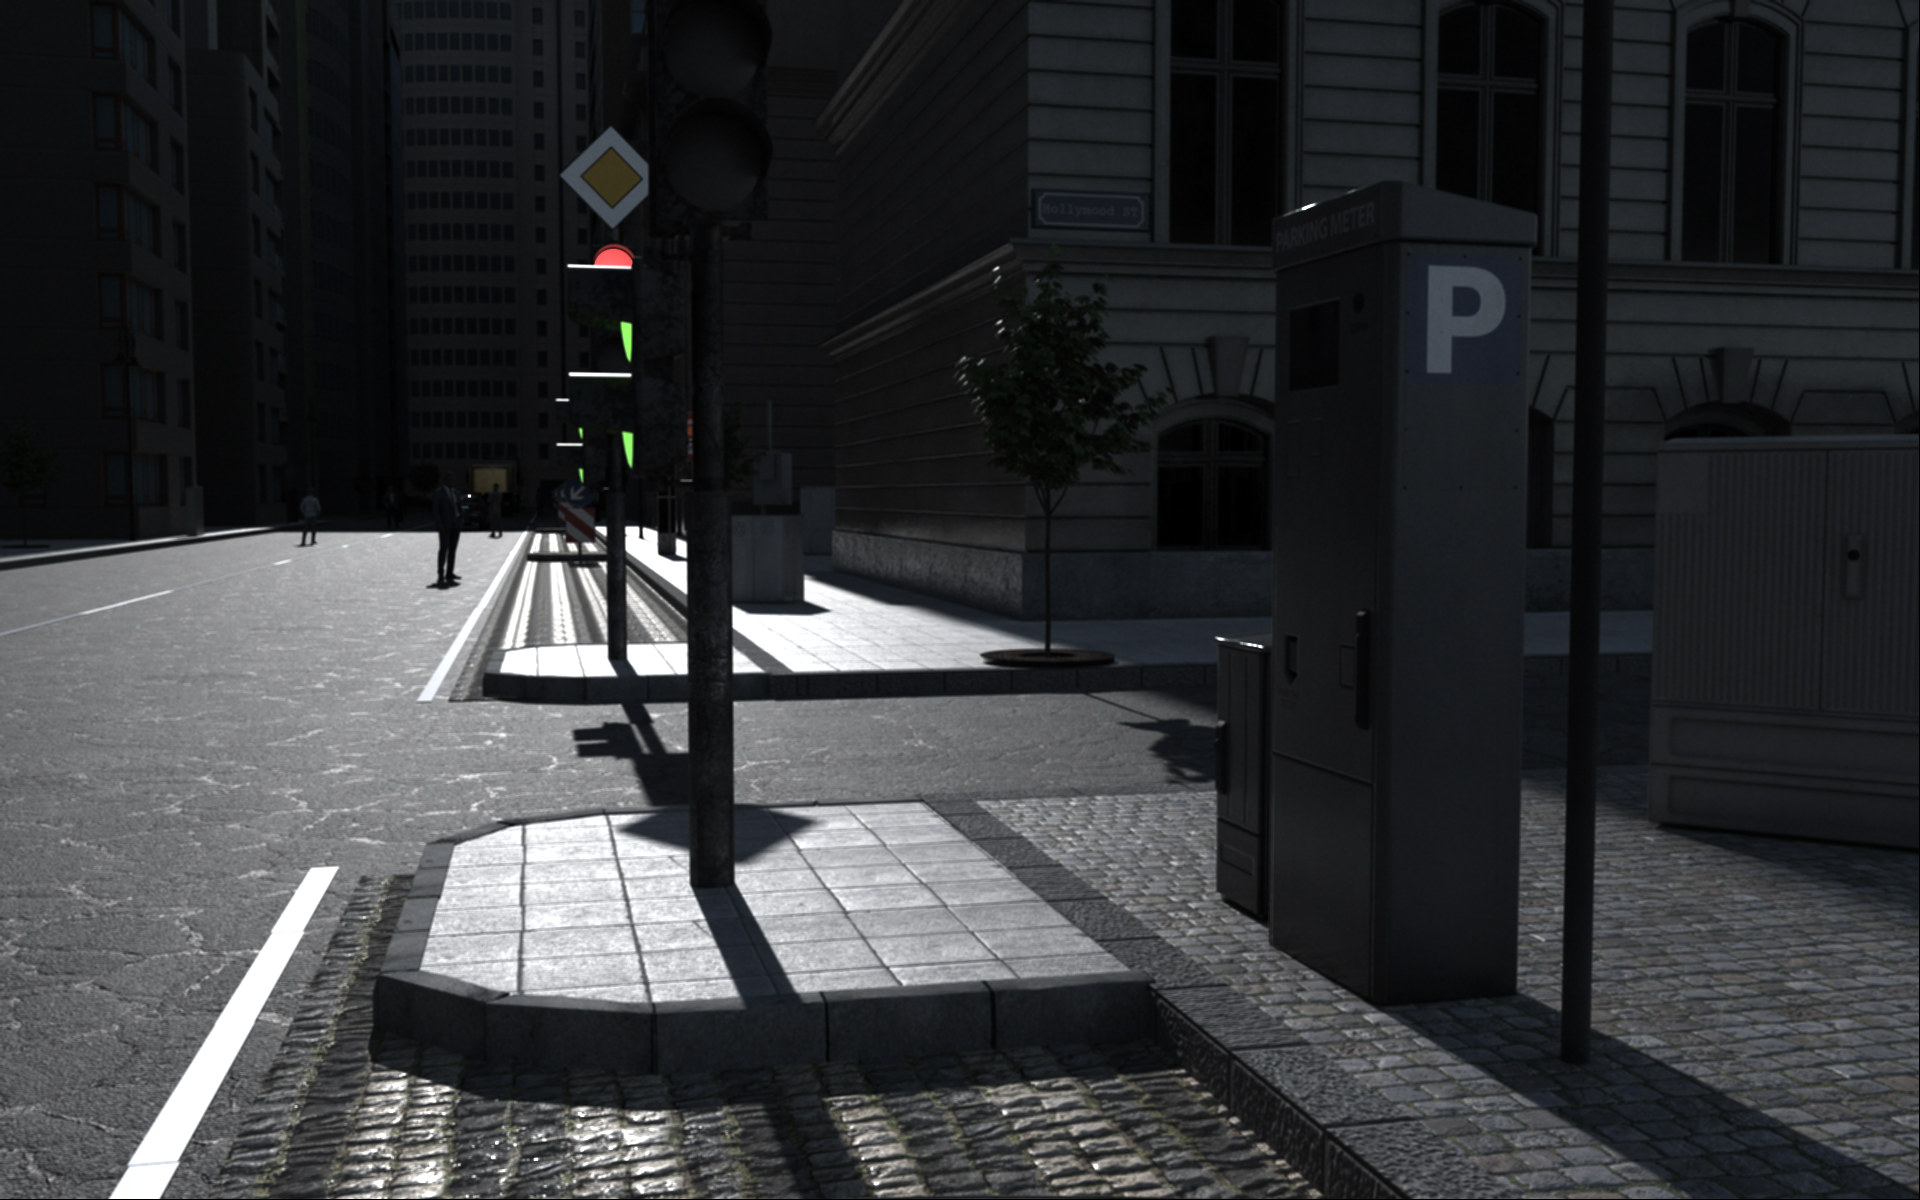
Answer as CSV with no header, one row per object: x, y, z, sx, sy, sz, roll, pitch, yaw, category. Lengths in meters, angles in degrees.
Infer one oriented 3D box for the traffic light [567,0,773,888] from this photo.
-0.835,-1.019,5.588,0.839,4.253,0.868,-1,4,-13,traffic light

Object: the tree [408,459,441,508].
-49.263,-10.744,159.375,4.285,4.588,4.351,0,3,0,tree

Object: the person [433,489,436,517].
-32.669,-6.080,108.437,0.750,1.759,0.617,1,4,10,person

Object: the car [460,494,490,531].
-19.804,-3.511,69.202,2.131,1.459,4.920,-1,4,-12,car

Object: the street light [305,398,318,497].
-31.130,-6.758,83.280,0.468,5.910,1.993,-1,4,-13,street light

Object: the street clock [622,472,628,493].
-10.991,-3.152,56.103,0.358,2.002,0.471,2,4,30,street clock

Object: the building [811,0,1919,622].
15.907,-12.630,25.581,34.723,24.649,14.460,-1,4,-13,building

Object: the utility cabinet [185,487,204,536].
-23.314,-2.694,52.733,0.318,1.500,1.173,-1,4,-14,utility cabinet

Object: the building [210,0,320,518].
-41.383,-24.748,88.231,14.154,41.232,14.086,-1,4,-13,building

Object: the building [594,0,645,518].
-13.546,-27.441,98.771,14.600,45.320,14.200,-1,4,-13,building

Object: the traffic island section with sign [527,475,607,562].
-8.337,-1.761,37.415,1.989,1.847,2.006,-1,4,-13,traffic island section with sign

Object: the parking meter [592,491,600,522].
-16.741,-4.354,79.591,0.372,1.533,0.369,0,3,0,parking meter

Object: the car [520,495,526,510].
-39.945,-8.735,155.184,2.083,1.381,4.827,-1,4,-15,car

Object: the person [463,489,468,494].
-40.061,-8.053,140.263,1.348,1.812,0.705,0,4,-1,person

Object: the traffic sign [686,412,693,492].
-4.170,-1.647,27.032,0.768,2.556,0.104,-1,4,-9,traffic sign

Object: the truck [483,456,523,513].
-35.453,-8.900,134.431,2.839,4.237,11.283,-1,4,-13,truck

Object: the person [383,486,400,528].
-23.833,-3.903,72.712,0.661,1.777,0.834,-3,5,-40,person

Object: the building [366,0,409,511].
-54.986,-30.371,146.677,14.200,45.320,14.600,-1,4,-13,building

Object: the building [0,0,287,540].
-40.119,-13.112,59.423,27.650,21.520,28.899,-1,4,-13,building

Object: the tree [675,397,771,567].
-4.048,-2.145,29.669,1.663,3.219,1.824,0,3,0,tree

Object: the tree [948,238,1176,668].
0.808,-1.137,13.189,1.663,3.219,1.824,0,3,0,tree

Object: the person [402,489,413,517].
-35.078,-6.117,109.038,1.217,1.766,0.721,-1,4,-11,person

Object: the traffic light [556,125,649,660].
-2.684,-1.495,13.357,0.839,4.253,0.868,-1,4,-13,traffic light

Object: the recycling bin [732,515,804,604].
-2.310,-0.492,20.606,0.722,1.027,0.722,1,4,17,recycling bin

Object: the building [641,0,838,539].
-2.982,-15.626,52.744,12.463,27.353,25.104,-1,4,-13,building

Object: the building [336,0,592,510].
-47.009,-38.845,177.109,28.212,58.520,21.231,-1,4,-13,building

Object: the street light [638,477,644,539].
-9.200,-4.710,49.798,0.468,5.910,1.993,-1,4,-13,street light

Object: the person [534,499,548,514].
-30.604,-7.007,126.323,1.065,1.426,0.557,-1,4,-10,person

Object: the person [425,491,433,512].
-41.949,-7.799,136.945,0.756,1.711,0.436,-3,4,-36,person

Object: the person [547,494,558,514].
-29.172,-6.894,124.400,0.628,1.438,0.799,2,4,30,person

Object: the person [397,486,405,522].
-28.393,-4.846,87.688,0.705,1.831,1.348,0,4,6,person

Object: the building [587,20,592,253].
-25.892,-28.814,154.703,14.154,41.232,14.086,-1,4,-13,building

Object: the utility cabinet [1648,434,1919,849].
3.212,0.138,6.415,1.173,1.500,0.318,2,4,34,utility cabinet

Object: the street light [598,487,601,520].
-17.912,-6.911,85.783,0.468,5.910,1.993,-1,4,-13,street light

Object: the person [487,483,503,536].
-15.870,-3.083,59.083,0.511,1.800,0.466,0,4,-7,person

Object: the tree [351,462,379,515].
-36.361,-6.807,105.900,1.663,3.219,1.824,0,3,0,tree

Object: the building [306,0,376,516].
-49.211,-34.590,107.544,21.231,58.520,28.212,-1,4,-13,building

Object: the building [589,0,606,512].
-18.134,-31.428,137.546,21.300,48.544,21.600,-1,4,-13,building

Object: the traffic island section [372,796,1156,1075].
-0.794,1.013,5.712,2.009,0.180,2.903,-1,4,-13,traffic island section

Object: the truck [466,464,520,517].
-29.918,-7.025,110.777,3.469,3.379,9.791,-1,4,-14,truck

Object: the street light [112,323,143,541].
-22.572,-4.543,47.071,0.468,5.910,1.993,-1,4,-13,street light

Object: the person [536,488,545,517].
-26.632,-6.189,109.698,0.705,1.824,1.348,-2,4,-32,person

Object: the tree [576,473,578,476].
-34.960,-10.014,158.328,1.663,3.219,1.824,0,3,0,tree

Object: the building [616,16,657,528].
-8.451,-14.375,76.830,13.314,21.916,24.055,-1,4,-13,building

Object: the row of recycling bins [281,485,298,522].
-31.853,-4.362,78.437,3.534,1.692,1.069,-1,4,-16,row of recycling bins

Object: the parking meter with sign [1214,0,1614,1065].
1.177,-0.512,4.626,0.543,3.016,1.738,-1,4,-15,parking meter with sign

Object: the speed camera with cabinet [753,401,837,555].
-3.329,-2.590,36.684,2.038,3.252,0.660,1,4,17,speed camera with cabinet

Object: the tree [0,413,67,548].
-22.306,-2.855,41.283,1.663,3.219,1.824,0,3,0,tree

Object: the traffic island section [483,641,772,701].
-2.642,0.538,13.481,2.009,0.180,2.903,-1,4,-13,traffic island section

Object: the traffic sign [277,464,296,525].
-28.194,-4.431,72.555,0.768,2.556,0.104,-1,4,-10,traffic sign

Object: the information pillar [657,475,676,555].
-6.213,-1.968,36.662,0.304,2.012,0.304,1,4,16,information pillar

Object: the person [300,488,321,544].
-18.670,-2.417,49.823,0.589,1.601,0.330,0,4,2,person

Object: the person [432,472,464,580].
-8.623,-1.251,29.143,0.419,1.800,0.721,2,4,26,person
